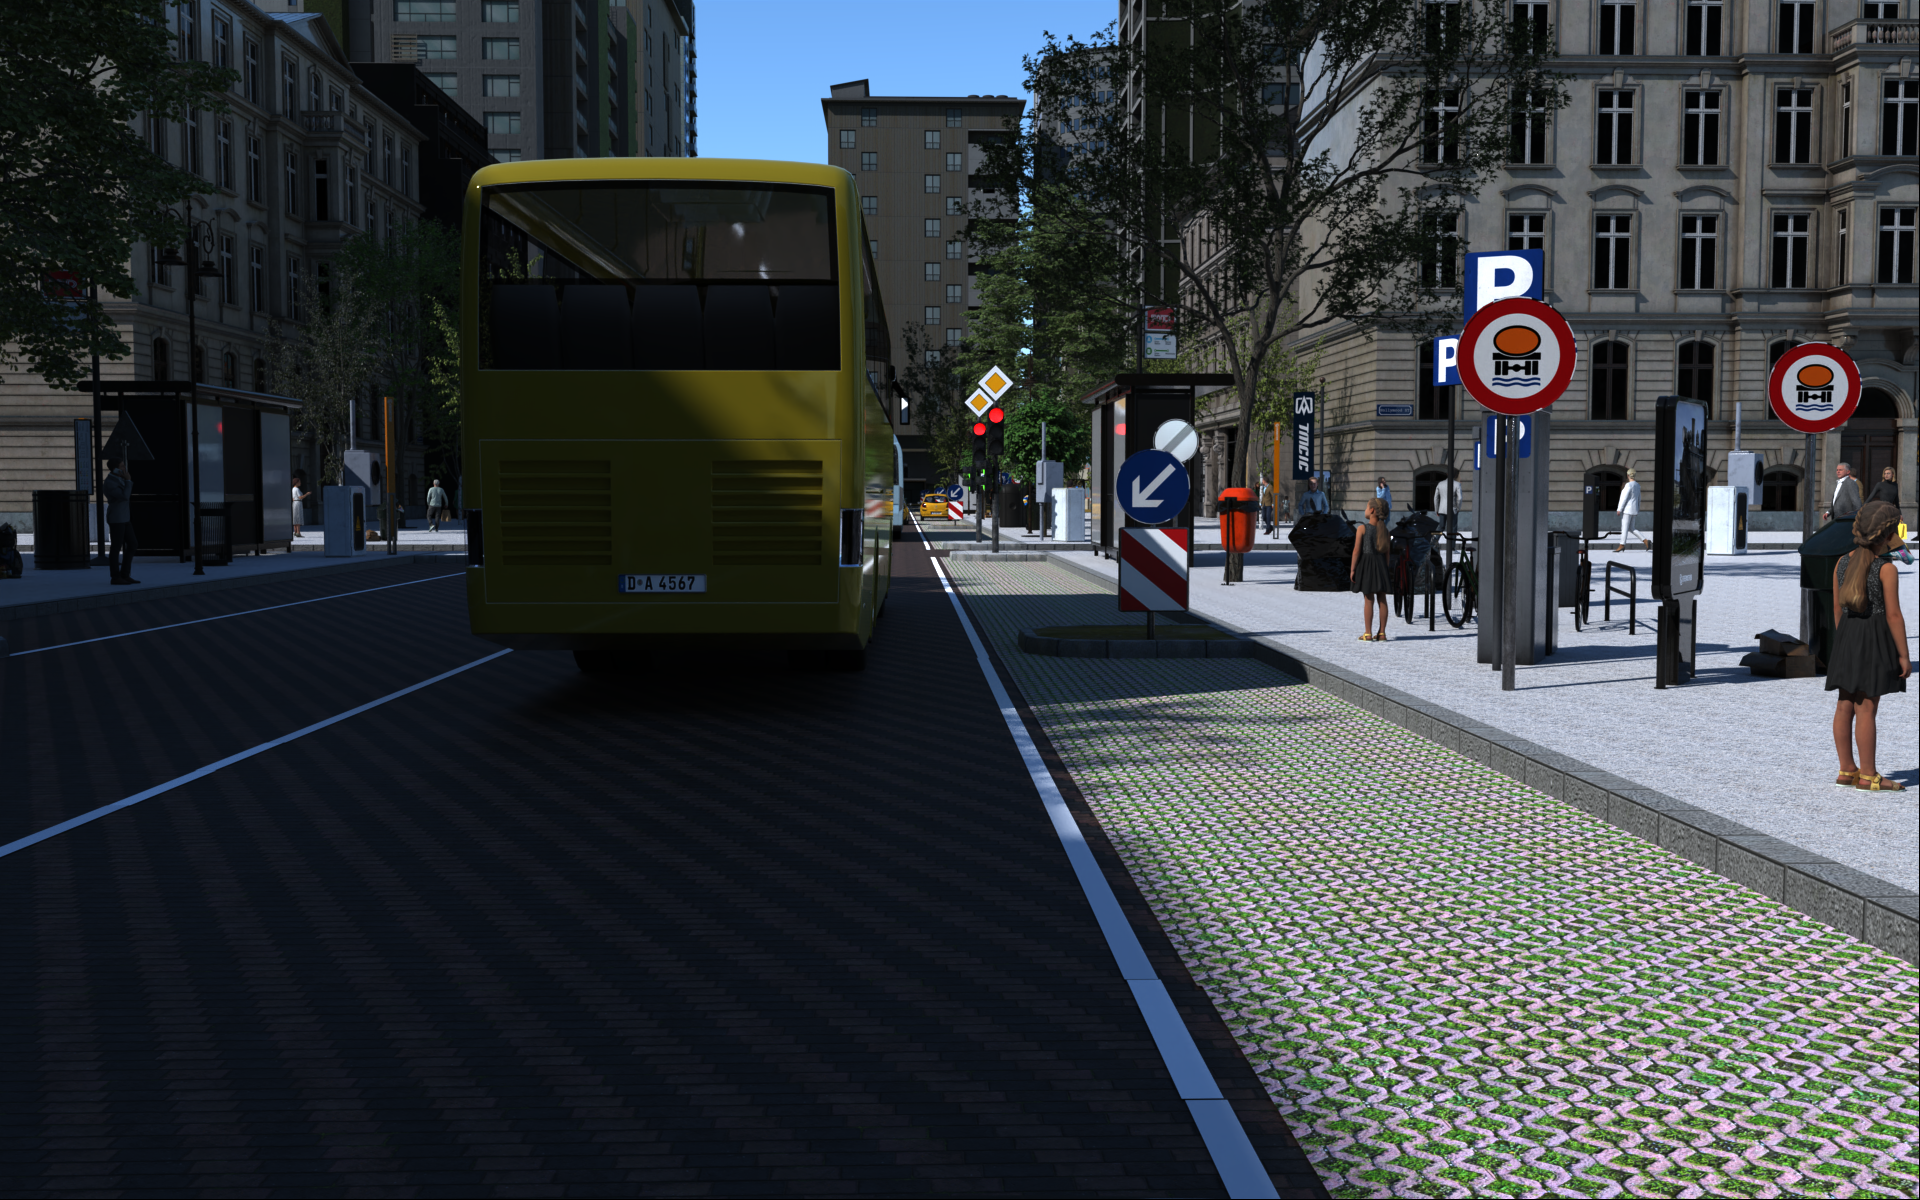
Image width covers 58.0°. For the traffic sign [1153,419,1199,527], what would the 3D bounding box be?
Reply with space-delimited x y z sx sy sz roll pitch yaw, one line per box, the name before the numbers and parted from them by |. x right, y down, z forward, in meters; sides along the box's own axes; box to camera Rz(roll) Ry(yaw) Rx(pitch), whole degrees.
traffic sign | 3.659 -1.792 29.410 0.768 2.556 0.104 0 4 5

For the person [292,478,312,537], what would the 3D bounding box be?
person | -19.500 -2.729 51.233 0.524 1.755 0.480 -3 5 -42

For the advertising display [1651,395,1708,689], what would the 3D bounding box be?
advertising display | 4.861 -0.397 11.702 0.123 1.923 0.974 2 4 35

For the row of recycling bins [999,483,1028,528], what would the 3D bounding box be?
row of recycling bins | 2.166 -3.716 67.863 1.069 1.692 3.534 1 4 8

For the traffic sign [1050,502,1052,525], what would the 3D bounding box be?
traffic sign | 3.581 -4.180 68.452 0.768 2.556 0.104 0 4 1

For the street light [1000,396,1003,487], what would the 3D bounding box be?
street light | 1.710 -6.063 71.910 0.468 5.910 1.993 0 4 -2

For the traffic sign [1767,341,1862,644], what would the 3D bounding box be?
traffic sign | 7.146 -0.885 14.573 0.768 2.556 0.104 0 4 3

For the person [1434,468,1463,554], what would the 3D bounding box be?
person | 10.399 -1.900 36.953 0.661 1.843 0.795 3 5 44

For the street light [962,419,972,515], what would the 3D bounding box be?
street light | 0.530 -8.039 104.217 0.468 5.910 1.993 0 4 -2

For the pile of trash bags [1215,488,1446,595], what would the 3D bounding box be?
pile of trash bags | 4.985 -0.847 23.593 3.447 1.369 1.912 3 5 41

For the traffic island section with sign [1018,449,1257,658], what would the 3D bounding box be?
traffic island section with sign | 1.557 -0.447 15.943 1.989 1.847 2.006 0 4 -2

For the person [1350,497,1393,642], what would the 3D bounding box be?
person | 3.578 -0.269 15.105 0.362 1.253 0.373 -1 4 -13

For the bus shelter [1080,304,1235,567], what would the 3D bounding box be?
bus shelter | 3.623 -3.469 34.345 2.179 5.291 8.768 0 4 -2

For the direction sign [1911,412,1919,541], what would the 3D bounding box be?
direction sign | 26.318 -3.391 47.441 0.379 3.537 0.876 1 4 16

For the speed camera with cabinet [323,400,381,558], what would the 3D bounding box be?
speed camera with cabinet | -12.587 -2.541 35.885 0.660 3.252 2.038 0 4 -2

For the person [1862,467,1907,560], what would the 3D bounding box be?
person | 17.450 -1.663 33.447 1.509 1.804 0.699 2 4 25

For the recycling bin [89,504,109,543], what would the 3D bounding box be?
recycling bin | -23.135 -2.053 46.123 0.722 1.027 0.722 -3 4 -38

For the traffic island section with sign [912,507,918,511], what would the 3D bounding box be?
traffic island section with sign | -2.922 -8.502 147.632 1.989 1.847 2.006 0 4 -2

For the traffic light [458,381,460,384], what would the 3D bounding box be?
traffic light | -10.398 -2.965 37.394 0.839 4.253 0.868 0 4 -2

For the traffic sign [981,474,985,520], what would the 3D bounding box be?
traffic sign | 1.199 -5.126 85.942 0.606 2.300 0.079 0 4 3

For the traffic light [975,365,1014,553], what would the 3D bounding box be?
traffic light | 0.756 -2.989 37.787 0.839 4.253 0.868 0 4 -2

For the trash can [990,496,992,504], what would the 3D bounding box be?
trash can | 2.261 -5.992 109.627 0.748 1.137 0.748 0 3 0

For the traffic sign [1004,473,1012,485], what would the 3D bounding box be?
traffic sign | 2.682 -6.243 102.185 0.768 2.556 0.104 0 4 6

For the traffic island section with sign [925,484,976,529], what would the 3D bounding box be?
traffic island section with sign | -0.318 -3.807 70.866 1.989 1.847 2.006 0 4 -2

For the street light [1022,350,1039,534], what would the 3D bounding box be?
street light | 2.271 -5.085 55.935 0.468 5.910 1.993 0 4 -2

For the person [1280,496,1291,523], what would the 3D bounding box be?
person | 14.343 -3.990 76.300 0.505 1.210 0.382 1 4 19

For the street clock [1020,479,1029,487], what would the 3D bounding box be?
street clock | 2.926 -4.443 77.216 0.471 2.002 0.358 -1 4 -22

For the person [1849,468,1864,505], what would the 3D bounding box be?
person | 19.381 -1.927 37.462 0.836 1.842 0.656 -1 4 -16

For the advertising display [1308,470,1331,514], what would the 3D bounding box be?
advertising display | 9.504 -2.483 45.809 0.123 1.923 0.974 3 5 43

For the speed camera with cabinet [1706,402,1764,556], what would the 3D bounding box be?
speed camera with cabinet | 16.475 -2.594 36.747 0.660 3.252 2.038 3 5 40

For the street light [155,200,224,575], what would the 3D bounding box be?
street light | -12.096 -3.337 27.347 0.468 5.910 1.993 0 4 -2

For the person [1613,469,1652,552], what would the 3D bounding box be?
person | 14.766 -1.961 37.983 0.818 1.842 0.514 2 4 27

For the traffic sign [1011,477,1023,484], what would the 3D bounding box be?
traffic sign | 3.249 -5.911 96.746 0.768 2.556 0.104 0 3 0

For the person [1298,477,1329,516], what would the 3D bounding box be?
person | 6.582 -1.492 32.249 0.589 1.601 0.330 1 4 21

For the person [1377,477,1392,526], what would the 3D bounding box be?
person | 12.437 -2.725 50.867 0.793 1.790 0.793 1 4 16

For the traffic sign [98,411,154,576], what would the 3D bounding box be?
traffic sign | -13.007 -1.652 27.021 0.884 2.594 0.081 0 4 2

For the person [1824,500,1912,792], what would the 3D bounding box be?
person | 3.966 0.193 7.551 0.373 1.253 0.362 -1 4 -12

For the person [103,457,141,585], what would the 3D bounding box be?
person | -11.884 -1.121 24.557 0.473 1.802 0.592 0 4 -2

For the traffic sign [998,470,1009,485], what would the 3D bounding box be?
traffic sign | 2.242 -5.620 91.998 0.768 2.556 0.104 0 4 0

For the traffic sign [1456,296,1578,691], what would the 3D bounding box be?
traffic sign | 3.587 -0.682 11.250 0.768 2.556 0.104 0 4 4

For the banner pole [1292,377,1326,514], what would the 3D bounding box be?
banner pole | 7.545 -2.889 37.249 0.863 3.779 0.401 2 4 26

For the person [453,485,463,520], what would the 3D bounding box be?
person | -24.773 -4.860 85.744 0.600 1.795 0.529 -3 5 -43

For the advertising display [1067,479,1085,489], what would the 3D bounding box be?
advertising display | 4.953 -4.206 73.982 0.123 1.923 0.974 -3 5 -41

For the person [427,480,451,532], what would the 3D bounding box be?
person | -17.685 -3.195 58.760 0.782 1.767 0.515 -2 4 -31

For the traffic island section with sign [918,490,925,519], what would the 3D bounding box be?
traffic island section with sign | -1.231 -5.454 97.806 1.989 1.847 2.006 0 4 -2

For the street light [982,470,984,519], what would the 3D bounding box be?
street light | 1.147 -7.037 87.839 0.468 5.910 1.993 0 4 -2

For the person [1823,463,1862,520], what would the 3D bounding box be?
person | 13.878 -1.277 27.320 0.834 1.777 0.661 0 4 -6

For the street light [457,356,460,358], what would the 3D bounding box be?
street light | -12.786 -4.453 45.591 0.468 5.910 1.993 0 4 -2

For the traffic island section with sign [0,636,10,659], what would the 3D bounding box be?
traffic island section with sign | -9.342 -0.372 14.703 1.989 1.847 2.006 0 4 -2

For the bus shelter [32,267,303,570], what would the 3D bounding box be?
bus shelter | -15.268 -3.414 33.447 2.179 5.291 8.768 0 4 -2

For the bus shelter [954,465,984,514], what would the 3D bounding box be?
bus shelter | 0.700 -7.065 109.442 2.014 3.302 5.546 0 4 -2

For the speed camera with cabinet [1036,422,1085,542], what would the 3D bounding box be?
speed camera with cabinet | 2.727 -3.226 47.073 0.660 3.252 2.038 -1 4 -21

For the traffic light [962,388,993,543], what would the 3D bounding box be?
traffic light | 0.485 -3.477 45.767 0.839 4.253 0.868 0 4 -2

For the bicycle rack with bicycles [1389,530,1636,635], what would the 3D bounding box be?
bicycle rack with bicycles | 5.312 -0.203 16.705 2.852 0.926 2.925 1 4 15

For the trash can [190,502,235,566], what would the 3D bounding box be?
trash can | -13.351 -1.182 30.973 0.748 1.137 0.748 0 3 0
